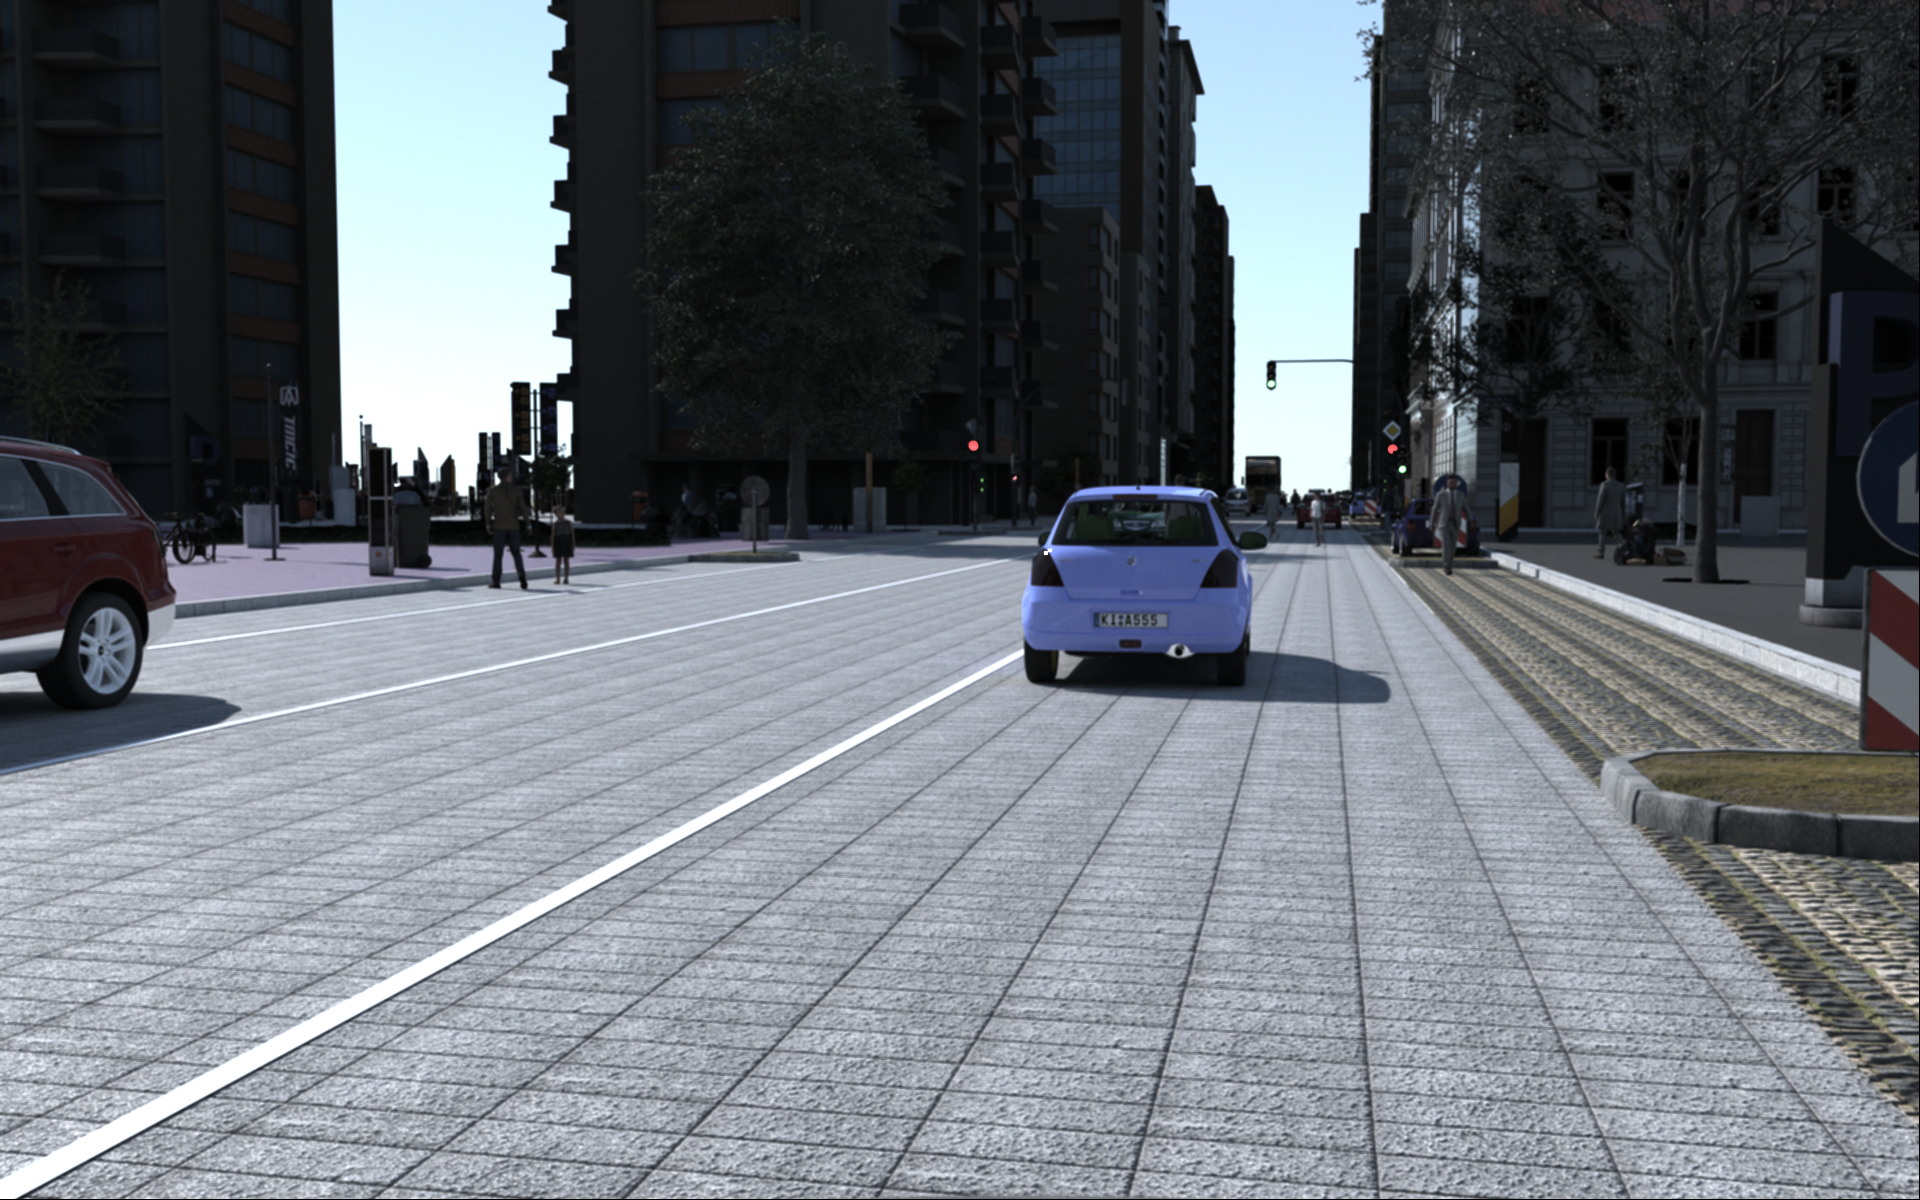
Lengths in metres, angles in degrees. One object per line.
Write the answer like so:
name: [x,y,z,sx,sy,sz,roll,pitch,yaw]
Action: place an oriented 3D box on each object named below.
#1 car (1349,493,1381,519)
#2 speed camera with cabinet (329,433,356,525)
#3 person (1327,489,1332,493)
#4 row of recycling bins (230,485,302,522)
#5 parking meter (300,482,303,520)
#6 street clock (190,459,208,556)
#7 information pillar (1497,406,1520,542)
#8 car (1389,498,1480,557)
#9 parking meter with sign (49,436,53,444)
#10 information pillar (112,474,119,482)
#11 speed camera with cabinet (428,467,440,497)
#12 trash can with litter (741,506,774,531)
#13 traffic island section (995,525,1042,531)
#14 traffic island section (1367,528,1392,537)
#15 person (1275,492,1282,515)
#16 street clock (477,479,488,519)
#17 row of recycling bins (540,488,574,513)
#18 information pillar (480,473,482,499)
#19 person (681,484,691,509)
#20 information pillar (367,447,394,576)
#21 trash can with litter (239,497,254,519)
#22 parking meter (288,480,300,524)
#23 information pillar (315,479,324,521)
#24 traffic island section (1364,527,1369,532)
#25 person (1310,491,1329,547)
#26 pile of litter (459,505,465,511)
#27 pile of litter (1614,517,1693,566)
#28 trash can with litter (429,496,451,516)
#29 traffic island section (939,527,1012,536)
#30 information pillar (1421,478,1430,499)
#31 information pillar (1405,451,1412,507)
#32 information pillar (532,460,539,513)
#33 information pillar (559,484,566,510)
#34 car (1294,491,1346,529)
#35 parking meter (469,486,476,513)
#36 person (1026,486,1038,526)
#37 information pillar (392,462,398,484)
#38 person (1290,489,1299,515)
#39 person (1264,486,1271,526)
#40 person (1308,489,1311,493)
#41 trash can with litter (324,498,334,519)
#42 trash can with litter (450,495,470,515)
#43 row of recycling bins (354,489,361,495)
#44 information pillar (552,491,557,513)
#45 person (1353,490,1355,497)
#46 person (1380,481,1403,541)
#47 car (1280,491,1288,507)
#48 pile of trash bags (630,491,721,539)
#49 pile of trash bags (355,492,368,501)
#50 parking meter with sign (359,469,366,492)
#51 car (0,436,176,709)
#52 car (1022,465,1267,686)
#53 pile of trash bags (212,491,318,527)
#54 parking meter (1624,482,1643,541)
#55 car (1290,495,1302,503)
car: [23.705,-5.604,101.210,1.945,1.707,3.694,1,4,10]
speed camera with cabinet: [-19.943,-3.769,55.965,0.660,3.252,2.038,-2,4,-25]
person: [24.027,-6.320,112.194,0.532,1.782,0.716,1,4,11]
row of recycling bins: [-31.999,-4.447,79.828,3.534,1.692,1.069,1,4,11]
parking meter: [-32.133,-4.800,84.197,0.399,1.863,0.255,2,4,33]
street clock: [-15.889,-1.933,36.172,0.358,2.002,0.471,-1,4,-12]
information pillar: [14.561,-3.338,45.929,0.504,3.616,0.183,2,4,29]
car: [10.971,-1.682,40.085,1.945,1.354,3.894,1,4,10]
parking meter with sign: [-26.691,-3.452,52.705,1.738,3.016,0.543,-2,4,-26]
information pillar: [-31.422,-3.656,64.267,0.304,2.012,0.304,1,4,15]
speed camera with cabinet: [-38.565,-8.031,125.638,2.038,3.252,0.660,2,4,25]
trash can with litter: [-7.347,-3.032,60.631,1.678,1.210,2.233,0,4,7]
traffic island section: [2.142,-2.861,69.058,2.009,0.180,2.903,1,4,12]
traffic island section: [14.844,-2.200,58.257,2.009,0.180,2.903,1,4,12]
person: [21.276,-6.607,116.434,0.836,1.842,0.656,2,4,31]
street clock: [-22.941,-4.814,83.273,0.471,2.002,0.358,-3,4,-38]
row of recycling bins: [-27.048,-6.793,118.180,3.534,1.692,1.069,1,4,17]
information pillar: [-32.316,-7.674,116.824,0.183,3.616,0.504,-1,4,-19]
person: [-10.581,-3.592,67.261,0.654,1.822,0.581,-2,4,-30]
information pillar: [-9.105,-1.390,27.222,0.304,2.012,0.304,0,4,0]
trash can with litter: [-31.330,-3.919,75.470,1.055,1.170,0.624,1,4,9]
parking meter: [-28.790,-4.220,74.708,0.255,1.863,0.399,-2,4,-30]
information pillar: [-30.977,-4.846,83.730,0.304,2.012,0.304,0,4,-1]
traffic island section: [16.475,-2.679,66.075,2.009,0.180,2.903,1,4,12]
person: [9.807,-2.213,47.278,0.503,1.515,0.523,1,4,10]
pile of litter: [-39.220,-7.403,135.005,1.719,0.858,1.176,-2,4,-24]
pile of litter: [12.599,-1.063,31.346,1.719,0.858,1.176,0,4,-5]
trash can with litter: [-30.408,-5.513,101.518,0.624,1.170,1.055,2,4,30]
traffic island section: [0.511,-2.383,61.241,2.009,0.180,2.903,1,4,12]
information pillar: [21.170,-4.547,78.840,0.304,2.012,0.304,3,5,44]
information pillar: [24.098,-6.240,93.386,0.504,3.616,0.183,0,4,7]
information pillar: [-29.440,-7.875,120.114,0.183,3.616,0.504,2,4,26]
information pillar: [-24.887,-6.357,108.436,0.304,2.012,0.304,-2,4,-29]
car: [15.041,-3.872,72.355,2.155,1.783,4.494,1,4,13]
parking meter: [-33.417,-6.907,118.640,0.399,1.863,0.255,-3,5,-40]
person: [3.185,-4.053,75.245,0.515,1.767,0.782,2,4,26]
information pillar: [-39.885,-8.001,122.178,0.504,3.616,0.183,-1,4,-22]
person: [22.617,-6.620,117.131,0.834,1.777,0.661,-2,4,-32]
person: [13.871,-4.227,77.799,0.419,1.800,0.721,1,4,18]
person: [22.256,-6.234,111.100,0.731,1.740,0.598,-1,4,-16]
trash can with litter: [-32.095,-4.668,87.711,1.055,1.170,0.624,-1,4,-11]
trash can with litter: [-31.059,-5.960,108.503,2.233,1.210,1.678,-2,4,-29]
row of recycling bins: [-46.909,-7.709,133.151,3.534,1.692,1.069,2,4,29]
information pillar: [-26.921,-6.762,115.043,0.304,2.012,0.304,0,4,-5]
person: [53.049,-13.859,232.727,0.705,1.814,1.350,1,4,20]
person: [12.950,-2.675,52.228,0.794,1.824,0.713,1,4,23]
car: [34.289,-10.922,187.243,2.281,1.827,5.304,1,4,12]
pile of trash bags: [-8.683,-2.548,51.412,3.447,1.369,1.912,3,5,44]
pile of trash bags: [-41.958,-7.034,124.756,3.447,1.369,1.912,1,4,9]
parking meter with sign: [-41.220,-7.587,120.307,0.543,3.016,1.738,0,4,-5]
car: [-6.935,-0.097,10.256,2.281,1.827,5.304,1,4,10]
car: [1.560,-0.292,14.367,1.945,1.707,3.694,1,4,10]
pile of trash bags: [-22.577,-2.843,56.237,3.447,1.369,1.912,0,4,1]
parking meter: [14.650,-1.790,37.682,0.372,1.533,0.369,0,3,0]
car: [55.951,-16.875,288.492,1.945,1.354,3.894,1,4,13]
